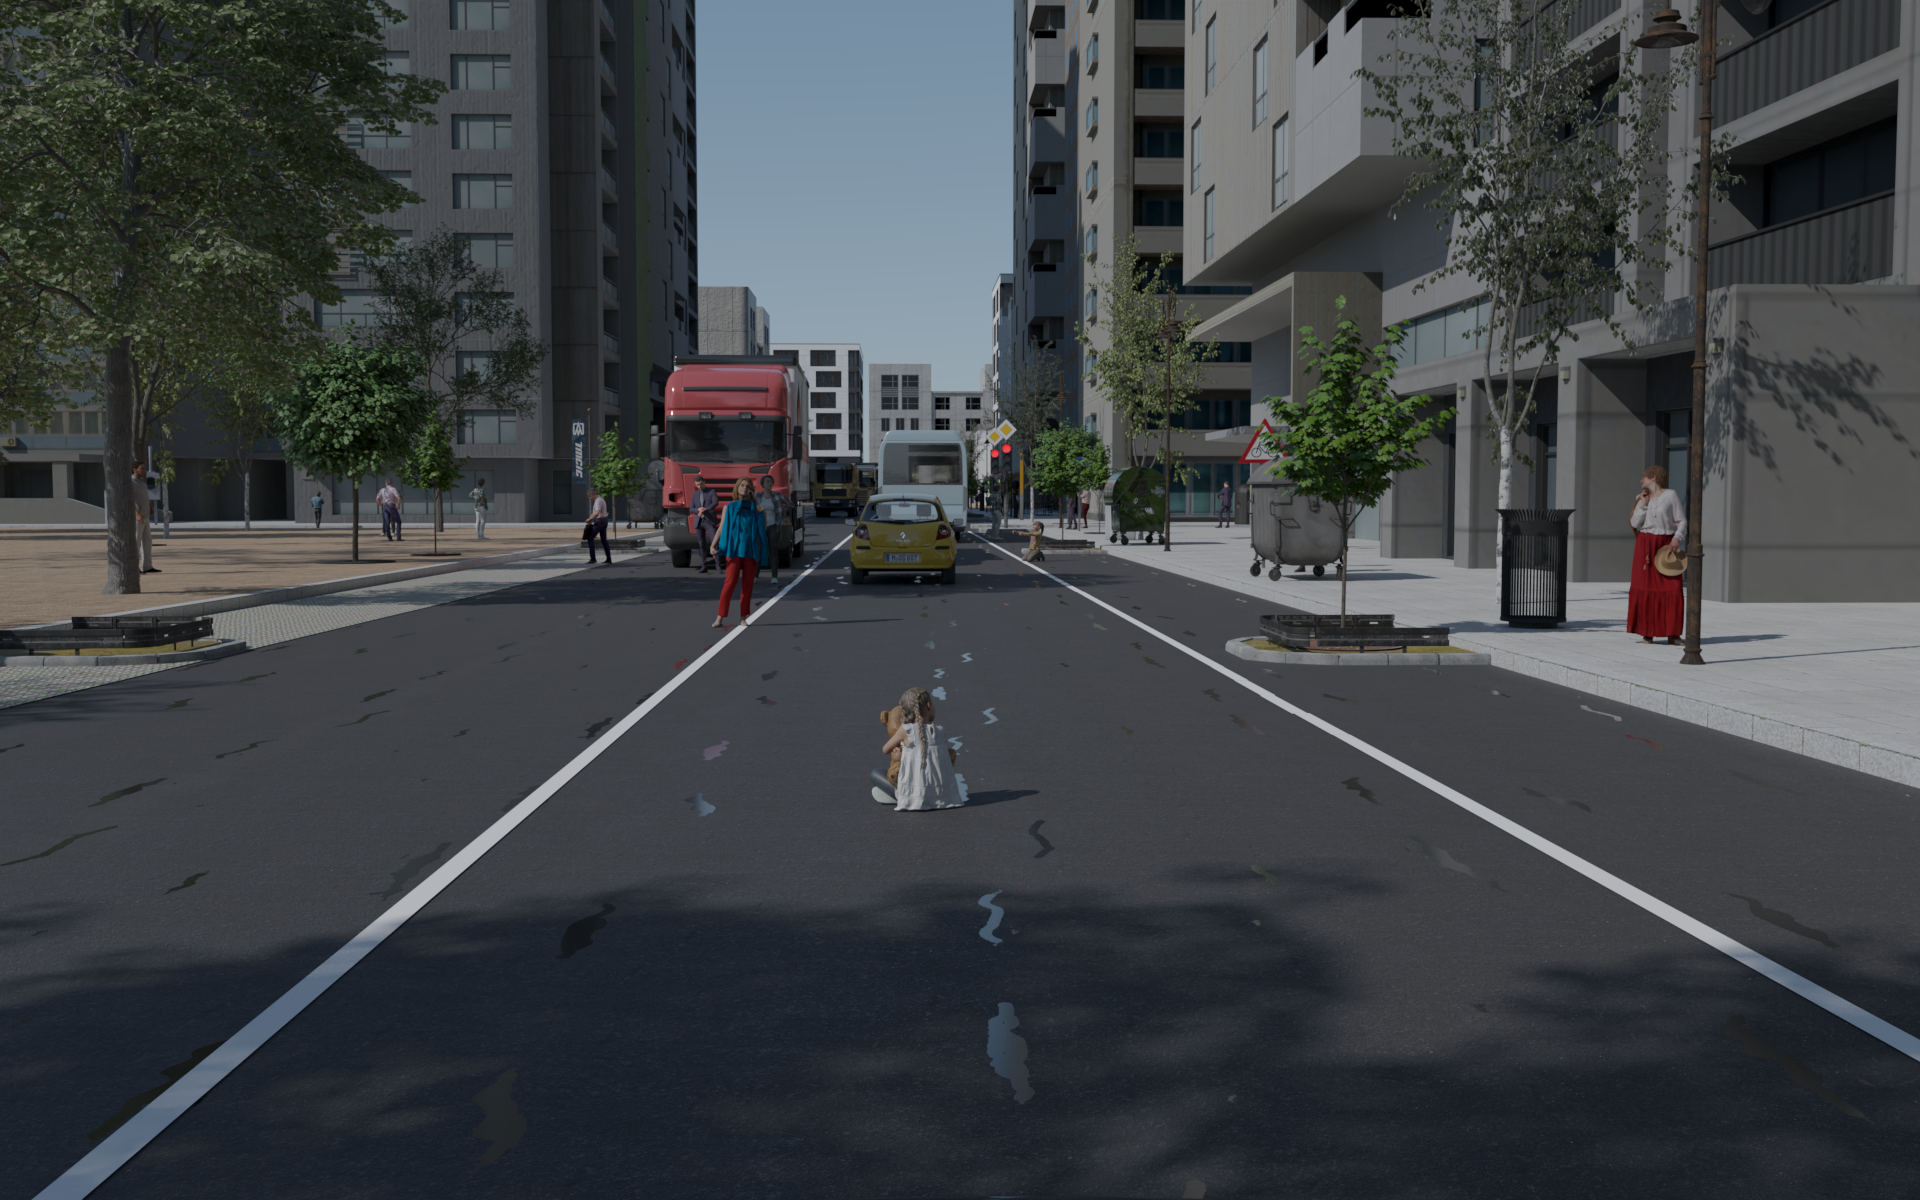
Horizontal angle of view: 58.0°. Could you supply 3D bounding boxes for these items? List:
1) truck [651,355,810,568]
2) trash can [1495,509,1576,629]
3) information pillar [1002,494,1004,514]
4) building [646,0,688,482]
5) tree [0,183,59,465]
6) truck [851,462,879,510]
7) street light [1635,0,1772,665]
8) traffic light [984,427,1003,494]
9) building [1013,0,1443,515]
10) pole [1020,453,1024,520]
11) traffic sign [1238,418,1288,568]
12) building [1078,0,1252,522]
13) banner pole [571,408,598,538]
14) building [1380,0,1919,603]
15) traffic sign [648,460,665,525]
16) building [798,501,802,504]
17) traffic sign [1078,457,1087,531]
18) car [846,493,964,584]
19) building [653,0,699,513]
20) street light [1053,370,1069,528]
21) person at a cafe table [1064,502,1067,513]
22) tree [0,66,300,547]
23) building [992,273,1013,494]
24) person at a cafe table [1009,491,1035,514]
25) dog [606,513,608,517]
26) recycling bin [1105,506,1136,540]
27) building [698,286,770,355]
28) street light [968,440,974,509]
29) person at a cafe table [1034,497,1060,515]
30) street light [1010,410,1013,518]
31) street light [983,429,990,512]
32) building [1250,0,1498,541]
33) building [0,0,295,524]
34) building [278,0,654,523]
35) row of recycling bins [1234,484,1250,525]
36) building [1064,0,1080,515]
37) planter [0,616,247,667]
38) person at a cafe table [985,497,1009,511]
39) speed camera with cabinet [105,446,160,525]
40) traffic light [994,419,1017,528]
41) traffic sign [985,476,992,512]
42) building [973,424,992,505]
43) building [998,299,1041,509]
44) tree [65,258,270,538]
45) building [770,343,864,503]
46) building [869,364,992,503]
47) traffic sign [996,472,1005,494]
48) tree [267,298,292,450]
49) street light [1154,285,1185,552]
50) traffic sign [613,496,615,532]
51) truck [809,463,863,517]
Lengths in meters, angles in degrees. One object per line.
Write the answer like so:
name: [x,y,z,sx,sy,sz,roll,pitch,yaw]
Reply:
truck: [-4.640,-2.951,37.166,2.839,4.237,11.283,0,4,-3]
trash can: [5.527,-0.307,16.671,0.748,1.137,0.748,0,3,0]
information pillar: [2.549,-6.390,108.960,0.304,2.012,0.304,-3,5,-43]
building: [-30.804,-31.296,100.928,28.713,52.752,27.495,0,4,-2]
tree: [-34.825,-9.234,57.635,9.857,13.997,8.962,0,3,0]
truck: [-8.556,-10.217,155.956,2.839,4.237,11.283,0,4,0]
street light: [5.531,-2.453,12.902,0.468,5.910,1.993,0,4,-2]
traffic light: [1.438,-5.140,72.966,0.839,4.253,0.868,0,4,-2]
building: [18.290,-33.258,133.001,28.713,52.752,27.495,0,4,-2]
pole: [3.038,-5.571,84.923,0.158,3.312,0.155,0,3,0]
traffic sign: [5.239,-1.825,29.834,0.884,2.594,0.081,0,4,8]
building: [16.936,-28.344,87.127,21.600,48.544,21.300,0,4,-2]
banner pole: [-11.004,-3.709,50.655,0.863,3.779,0.401,1,4,21]
building: [19.073,-35.769,23.070,20.563,71.187,20.611,0,4,-2]
traffic sign: [-11.334,-3.965,64.935,0.768,2.556,0.104,0,4,3]
building: [-33.907,-16.734,215.755,28.070,9.664,9.099,0,4,-2]
traffic sign: [4.126,-3.651,59.800,0.768,2.556,0.104,0,4,2]
car: [-0.935,-1.151,29.044,2.015,1.641,3.980,0,4,-1]
building: [-27.589,-41.984,124.697,20.563,71.187,20.611,0,4,-2]
street light: [3.778,-5.621,64.692,0.468,5.910,1.993,0,4,-2]
person at a cafe table: [7.439,-6.707,118.175,1.622,1.524,1.698,1,4,12]
tree: [-20.063,-7.126,42.270,9.928,11.665,9.643,0,3,0]
building: [17.081,-20.383,177.243,27.936,21.610,32.646,0,4,-2]
person at a cafe table: [4.016,-6.369,112.644,1.622,1.524,1.698,-1,4,-22]
dog: [-14.834,-3.376,72.030,0.406,0.507,0.540,-1,4,-9]
recycling bin: [4.471,-2.182,48.235,0.722,1.027,0.722,-1,4,-8]
building: [-26.912,-18.152,163.235,16.747,18.905,31.486,0,4,-2]
street light: [0.963,-10.673,147.283,0.468,5.910,1.993,0,4,-2]
person at a cafe table: [5.321,-5.800,105.689,1.726,1.238,1.698,-1,4,-9]
street light: [2.795,-7.442,94.471,0.468,5.910,1.993,0,4,-2]
street light: [1.879,-9.051,120.766,0.468,5.910,1.993,0,4,-2]
building: [21.721,-28.043,47.744,28.713,52.752,27.495,0,4,-2]
building: [-43.664,-24.275,88.776,23.993,40.220,32.217,0,4,-2]
building: [-22.519,-24.294,80.798,14.154,41.232,14.086,0,4,-2]
row of recycling bins: [13.308,-4.024,72.902,3.534,1.692,1.069,0,4,-5]
building: [13.851,-27.777,104.267,14.600,45.320,14.200,0,4,-2]
planter: [-7.482,0.359,15.268,1.991,0.319,1.994,0,4,-2]
person at a cafe table: [2.714,-7.134,127.507,1.726,1.238,1.698,2,4,26]
speed camera with cabinet: [-34.081,-4.709,71.329,2.038,3.252,0.660,-1,4,-21]
traffic light: [1.711,-4.652,64.986,0.839,4.253,0.868,0,4,-2]
traffic sign: [2.144,-7.515,122.978,0.768,2.556,0.104,0,4,4]
building: [6.699,-16.258,207.968,9.099,9.664,28.070,0,4,-2]
building: [11.506,-18.248,154.767,16.016,20.091,11.380,0,4,-2]
tree: [-23.087,-6.071,49.623,4.737,8.622,4.395,0,3,0]
building: [-30.356,-24.739,248.455,32.646,21.610,27.936,0,4,-2]
building: [3.126,-23.075,243.728,31.486,18.905,16.747,0,4,-2]
traffic sign: [2.311,-6.031,98.720,0.768,2.556,0.104,0,4,3]
tree: [-24.968,-6.739,60.537,4.737,8.622,4.395,0,3,0]
street light: [4.639,-4.023,38.564,0.468,5.910,1.993,0,4,-2]
traffic sign: [-11.553,-3.528,57.792,0.768,2.556,0.104,0,4,-1]
truck: [-7.805,-6.973,109.937,3.469,3.379,9.791,0,4,-2]
